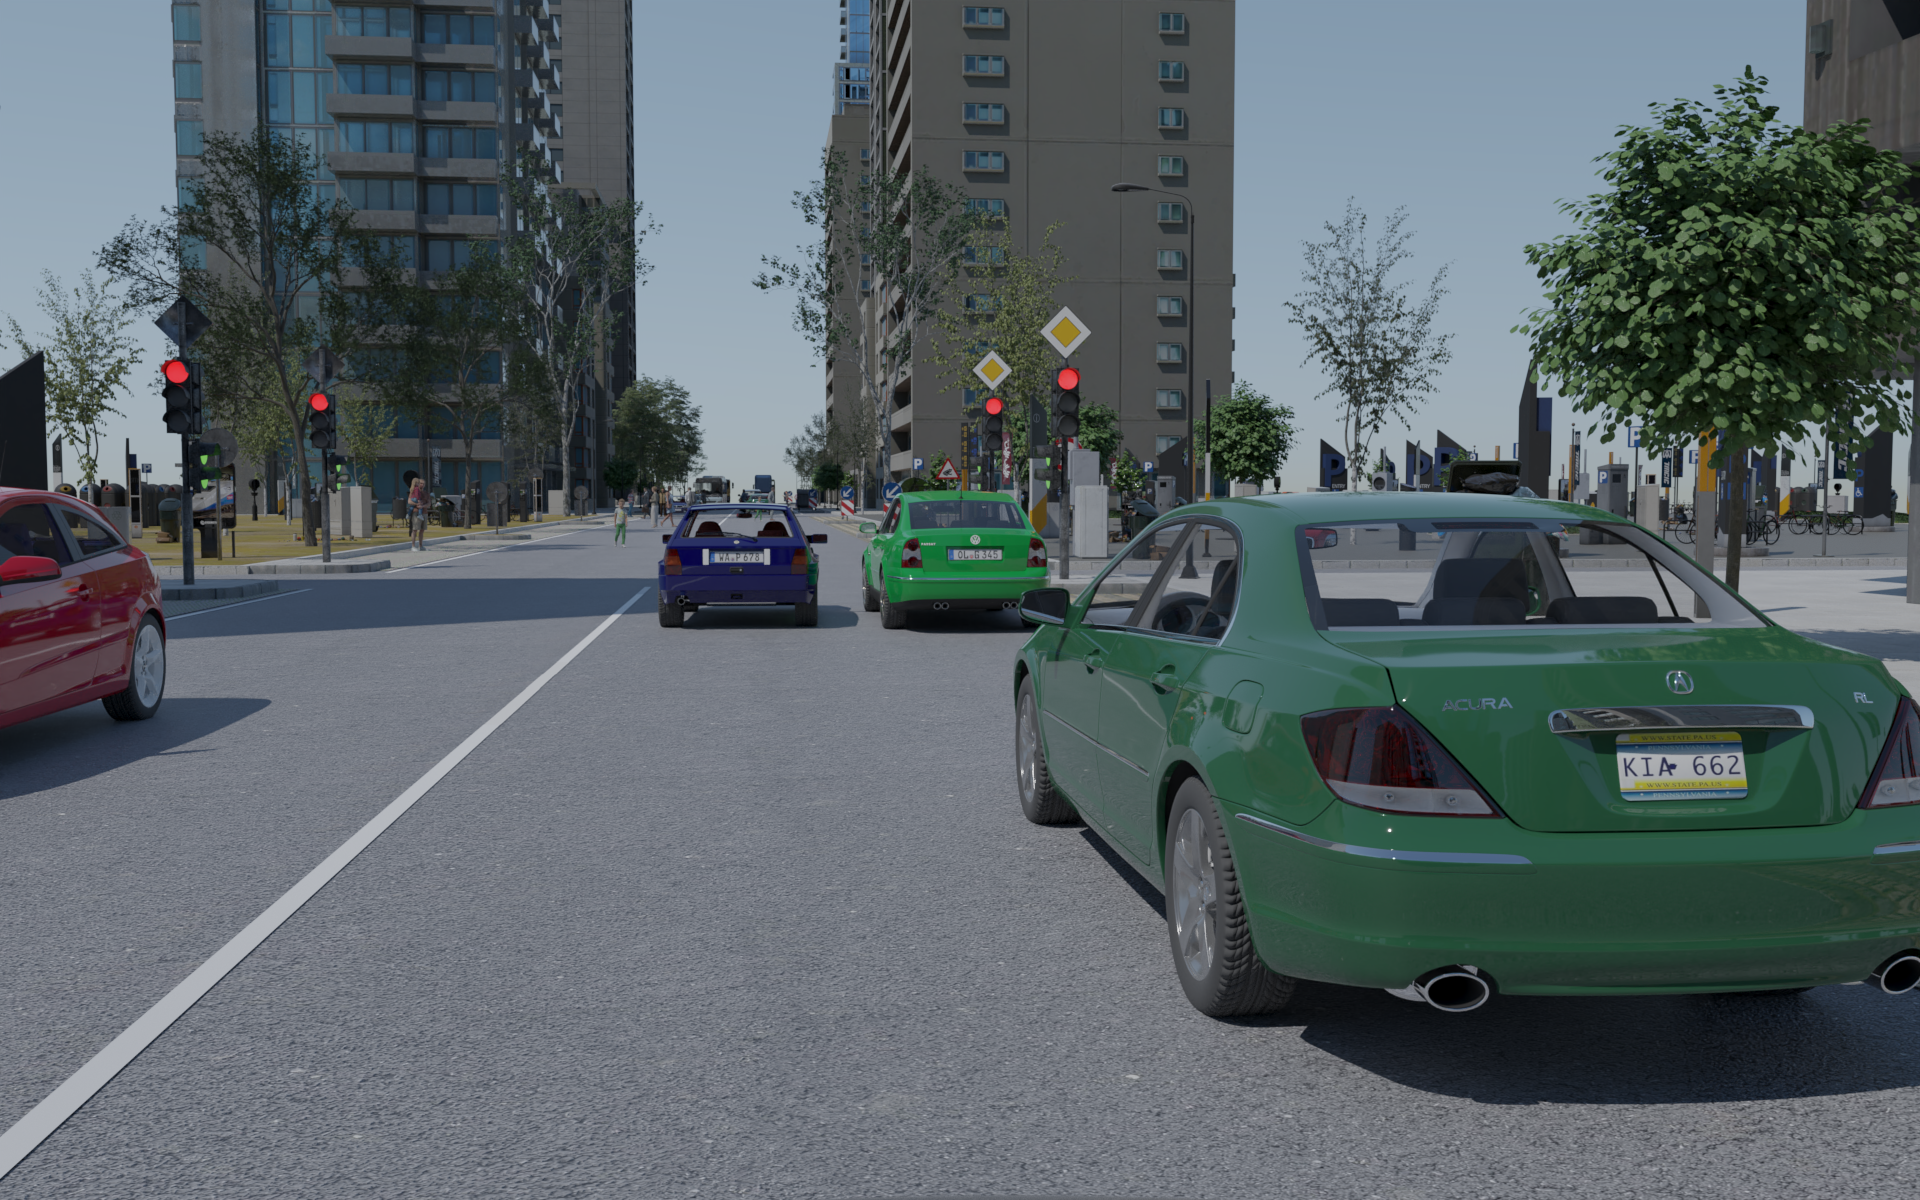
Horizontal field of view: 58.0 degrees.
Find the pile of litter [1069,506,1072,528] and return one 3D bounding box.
[{"bbox_3d":[4.437,-3.169,65.784,1.176,0.858,1.719,-1,4,-19],"label":"pile of litter"}]

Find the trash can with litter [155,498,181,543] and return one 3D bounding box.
[{"bbox_3d":[-20.687,-2.078,45.354,0.624,1.170,1.055,-1,4,-11],"label":"trash can with litter"}]

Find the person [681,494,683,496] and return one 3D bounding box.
[{"bbox_3d":[-31.503,-11.301,196.499,0.991,1.433,0.599,1,4,11],"label":"person"}]

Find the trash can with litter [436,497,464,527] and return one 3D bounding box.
[{"bbox_3d":[-19.624,-3.387,66.759,0.624,1.170,1.055,2,4,33],"label":"trash can with litter"}]

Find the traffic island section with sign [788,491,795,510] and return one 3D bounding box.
[{"bbox_3d":[-14.559,-9.198,159.021,1.989,1.847,2.006,0,4,-7],"label":"traffic island section with sign"}]

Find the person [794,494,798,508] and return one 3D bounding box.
[{"bbox_3d":[-16.667,-10.289,177.657,0.756,1.711,0.436,-3,4,-36],"label":"person"}]

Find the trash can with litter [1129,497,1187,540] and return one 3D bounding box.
[{"bbox_3d":[3.799,-1.380,33.953,0.624,1.170,1.055,-3,4,-36],"label":"trash can with litter"}]

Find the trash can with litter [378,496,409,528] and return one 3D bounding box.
[{"bbox_3d":[-21.687,-3.355,65.905,2.233,1.210,1.678,0,4,-2],"label":"trash can with litter"}]

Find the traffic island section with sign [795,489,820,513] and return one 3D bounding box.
[{"bbox_3d":[-11.378,-7.561,132.253,1.989,1.847,2.006,0,4,-7],"label":"traffic island section with sign"}]

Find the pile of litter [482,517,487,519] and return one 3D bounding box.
[{"bbox_3d":[-24.296,-4.684,90.550,1.176,0.858,1.719,-3,5,-39],"label":"pile of litter"}]

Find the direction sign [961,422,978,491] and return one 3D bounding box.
[{"bbox_3d":[0.295,-3.837,54.724,0.379,3.537,0.876,-2,4,-34],"label":"direction sign"}]

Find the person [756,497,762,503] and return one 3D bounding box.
[{"bbox_3d":[-10.415,-4.698,89.567,0.590,1.304,0.306,2,4,35],"label":"person"}]

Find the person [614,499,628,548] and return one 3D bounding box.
[{"bbox_3d":[-9.122,-2.066,46.525,0.306,1.304,0.590,-2,4,-35],"label":"person"}]

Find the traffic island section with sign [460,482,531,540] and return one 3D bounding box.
[{"bbox_3d":[-14.514,-2.791,54.268,1.989,1.847,2.006,0,4,-7],"label":"traffic island section with sign"}]

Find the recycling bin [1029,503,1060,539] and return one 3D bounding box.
[{"bbox_3d":[2.453,-2.309,50.311,0.722,1.027,0.722,-1,4,-21],"label":"recycling bin"}]

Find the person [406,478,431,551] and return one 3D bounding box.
[{"bbox_3d":[-13.539,-2.129,43.291,0.573,1.828,0.580,0,4,-5],"label":"person"}]

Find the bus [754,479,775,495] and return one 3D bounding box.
[{"bbox_3d":[-28.469,-15.961,252.514,2.896,3.916,12.252,-1,4,-9],"label":"bus"}]

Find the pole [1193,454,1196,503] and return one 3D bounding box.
[{"bbox_3d":[8.393,-4.187,62.305,0.158,3.312,0.155,0,3,0],"label":"pole"}]

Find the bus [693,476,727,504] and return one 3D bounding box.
[{"bbox_3d":[-24.061,-10.565,167.600,2.948,3.499,13.247,0,4,-6],"label":"bus"}]

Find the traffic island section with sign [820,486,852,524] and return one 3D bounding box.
[{"bbox_3d":[-5.577,-4.577,83.468,1.989,1.847,2.006,0,4,-7],"label":"traffic island section with sign"}]

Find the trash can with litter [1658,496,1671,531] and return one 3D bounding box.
[{"bbox_3d":[24.473,-3.089,61.563,2.233,1.210,1.678,0,4,5],"label":"trash can with litter"}]

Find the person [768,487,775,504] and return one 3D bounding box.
[{"bbox_3d":[-10.235,-5.244,94.335,0.391,1.810,0.635,0,4,2],"label":"person"}]

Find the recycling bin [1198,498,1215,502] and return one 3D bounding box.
[{"bbox_3d":[14.819,-5.602,104.153,0.722,1.027,0.722,-2,4,-31],"label":"recycling bin"}]

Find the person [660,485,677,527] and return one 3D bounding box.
[{"bbox_3d":[-12.740,-4.103,75.677,0.778,1.811,0.616,1,4,9],"label":"person"}]

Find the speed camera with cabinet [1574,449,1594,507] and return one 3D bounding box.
[{"bbox_3d":[27.331,-5.054,76.975,0.660,3.252,2.038,0,4,0],"label":"speed camera with cabinet"}]

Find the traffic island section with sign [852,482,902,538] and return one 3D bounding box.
[{"bbox_3d":[-2.384,-2.940,56.702,1.989,1.847,2.006,0,4,-7],"label":"traffic island section with sign"}]

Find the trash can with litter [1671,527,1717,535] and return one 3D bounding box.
[{"bbox_3d":[23.650,-2.671,54.725,1.678,1.210,2.233,2,4,32],"label":"trash can with litter"}]

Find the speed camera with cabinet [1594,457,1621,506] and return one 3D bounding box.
[{"bbox_3d":[34.591,-6.023,92.809,2.038,3.252,0.660,3,5,42],"label":"speed camera with cabinet"}]

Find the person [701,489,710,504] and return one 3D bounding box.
[{"bbox_3d":[-20.258,-7.885,137.424,0.705,1.824,1.348,1,4,20],"label":"person"}]

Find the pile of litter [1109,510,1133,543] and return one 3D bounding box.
[{"bbox_3d":[4.264,-1.978,46.298,1.176,0.858,1.719,3,5,41],"label":"pile of litter"}]

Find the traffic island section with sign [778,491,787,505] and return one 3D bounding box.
[{"bbox_3d":[-24.437,-14.277,242.056,1.989,1.847,2.006,0,4,-7],"label":"traffic island section with sign"}]

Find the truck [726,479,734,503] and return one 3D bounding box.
[{"bbox_3d":[-31.244,-14.064,225.862,3.469,3.379,9.791,0,4,-8],"label":"truck"}]

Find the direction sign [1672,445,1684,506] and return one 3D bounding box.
[{"bbox_3d":[33.538,-5.441,80.959,0.876,3.537,0.379,-3,4,-38],"label":"direction sign"}]

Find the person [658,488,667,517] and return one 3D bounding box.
[{"bbox_3d":[-18.806,-6.182,109.664,1.348,1.812,0.705,0,4,4],"label":"person"}]

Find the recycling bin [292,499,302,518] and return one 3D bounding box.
[{"bbox_3d":[-35.377,-4.872,92.205,0.722,1.027,0.722,-2,4,-27],"label":"recycling bin"}]

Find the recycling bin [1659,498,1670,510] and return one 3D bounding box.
[{"bbox_3d":[40.639,-5.373,100.398,0.722,1.027,0.722,-3,5,-43],"label":"recycling bin"}]

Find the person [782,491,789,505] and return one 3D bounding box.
[{"bbox_3d":[-18.157,-10.458,180.012,0.750,1.759,0.617,0,4,-1],"label":"person"}]

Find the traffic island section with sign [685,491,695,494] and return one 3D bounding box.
[{"bbox_3d":[-33.348,-12.476,212.602,1.989,1.847,2.006,0,4,-7],"label":"traffic island section with sign"}]

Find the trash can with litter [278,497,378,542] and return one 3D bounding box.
[{"bbox_3d":[-17.387,-2.229,47.504,2.233,1.210,1.678,0,4,-5],"label":"trash can with litter"}]

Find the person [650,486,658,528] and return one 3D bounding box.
[{"bbox_3d":[-13.064,-3.968,73.927,0.362,1.759,0.519,0,4,3],"label":"person"}]

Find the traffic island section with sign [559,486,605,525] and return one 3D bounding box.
[{"bbox_3d":[-17.690,-4.429,81.036,1.989,1.847,2.006,0,4,-7],"label":"traffic island section with sign"}]

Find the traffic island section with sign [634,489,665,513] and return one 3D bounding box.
[{"bbox_3d":[-23.738,-7.538,131.878,1.989,1.847,2.006,0,4,-7],"label":"traffic island section with sign"}]

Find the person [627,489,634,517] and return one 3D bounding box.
[{"bbox_3d":[-20.417,-5.995,107.351,0.643,1.720,0.563,-2,4,-35],"label":"person"}]

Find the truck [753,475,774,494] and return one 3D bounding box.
[{"bbox_3d":[-26.807,-15.035,235.578,2.967,4.110,18.799,0,4,-6],"label":"truck"}]

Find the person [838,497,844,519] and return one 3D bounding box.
[{"bbox_3d":[-6.630,-5.175,97.376,0.475,1.303,0.640,-2,4,-23],"label":"person"}]

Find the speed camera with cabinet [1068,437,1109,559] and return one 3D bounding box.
[{"bbox_3d":[2.614,-2.495,35.130,0.660,3.252,2.038,0,4,-3],"label":"speed camera with cabinet"}]

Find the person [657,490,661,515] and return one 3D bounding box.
[{"bbox_3d":[-20.916,-6.797,120.355,0.721,1.735,1.217,3,5,43],"label":"person"}]

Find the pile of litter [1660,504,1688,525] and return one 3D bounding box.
[{"bbox_3d":[30.218,-3.638,73.441,1.719,0.858,1.176,-2,4,-35],"label":"pile of litter"}]

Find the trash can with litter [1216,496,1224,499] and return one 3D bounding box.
[{"bbox_3d":[13.335,-4.821,90.203,1.055,1.170,0.624,-3,4,-36],"label":"trash can with litter"}]

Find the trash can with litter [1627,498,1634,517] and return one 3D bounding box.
[{"bbox_3d":[37.981,-5.311,98.221,1.055,1.170,0.624,1,4,14],"label":"trash can with litter"}]

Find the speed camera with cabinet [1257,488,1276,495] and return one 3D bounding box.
[{"bbox_3d":[18.363,-6.764,104.933,0.660,3.252,2.038,-1,4,-23],"label":"speed camera with cabinet"}]

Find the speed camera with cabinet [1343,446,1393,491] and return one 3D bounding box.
[{"bbox_3d":[16.984,-4.765,72.247,2.038,3.252,0.660,3,5,41],"label":"speed camera with cabinet"}]

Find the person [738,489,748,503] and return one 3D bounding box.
[{"bbox_3d":[-16.874,-7.744,135.107,0.705,1.826,1.348,1,4,23],"label":"person"}]

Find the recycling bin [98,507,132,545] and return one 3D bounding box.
[{"bbox_3d":[-16.564,-1.296,33.745,0.722,1.027,0.722,-1,4,-21],"label":"recycling bin"}]

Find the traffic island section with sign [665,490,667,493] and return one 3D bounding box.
[{"bbox_3d":[-26.930,-9.175,158.644,1.989,1.847,2.006,0,4,-7],"label":"traffic island section with sign"}]

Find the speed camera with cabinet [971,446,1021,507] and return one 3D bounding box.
[{"bbox_3d":[1.504,-4.759,72.150,2.038,3.252,0.660,-1,4,-14],"label":"speed camera with cabinet"}]

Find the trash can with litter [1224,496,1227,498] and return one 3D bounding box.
[{"bbox_3d":[15.902,-5.560,101.963,2.233,1.210,1.678,1,4,8],"label":"trash can with litter"}]

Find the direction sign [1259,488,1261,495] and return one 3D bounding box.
[{"bbox_3d":[9.855,-3.969,56.886,0.379,3.537,0.876,1,4,20],"label":"direction sign"}]

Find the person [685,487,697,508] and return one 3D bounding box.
[{"bbox_3d":[-15.179,-5.455,97.782,0.679,1.850,0.850,-1,4,-17],"label":"person"}]

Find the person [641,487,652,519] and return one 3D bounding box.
[{"bbox_3d":[-18.114,-5.608,100.158,0.822,1.834,0.622,-3,4,-36],"label":"person"}]
